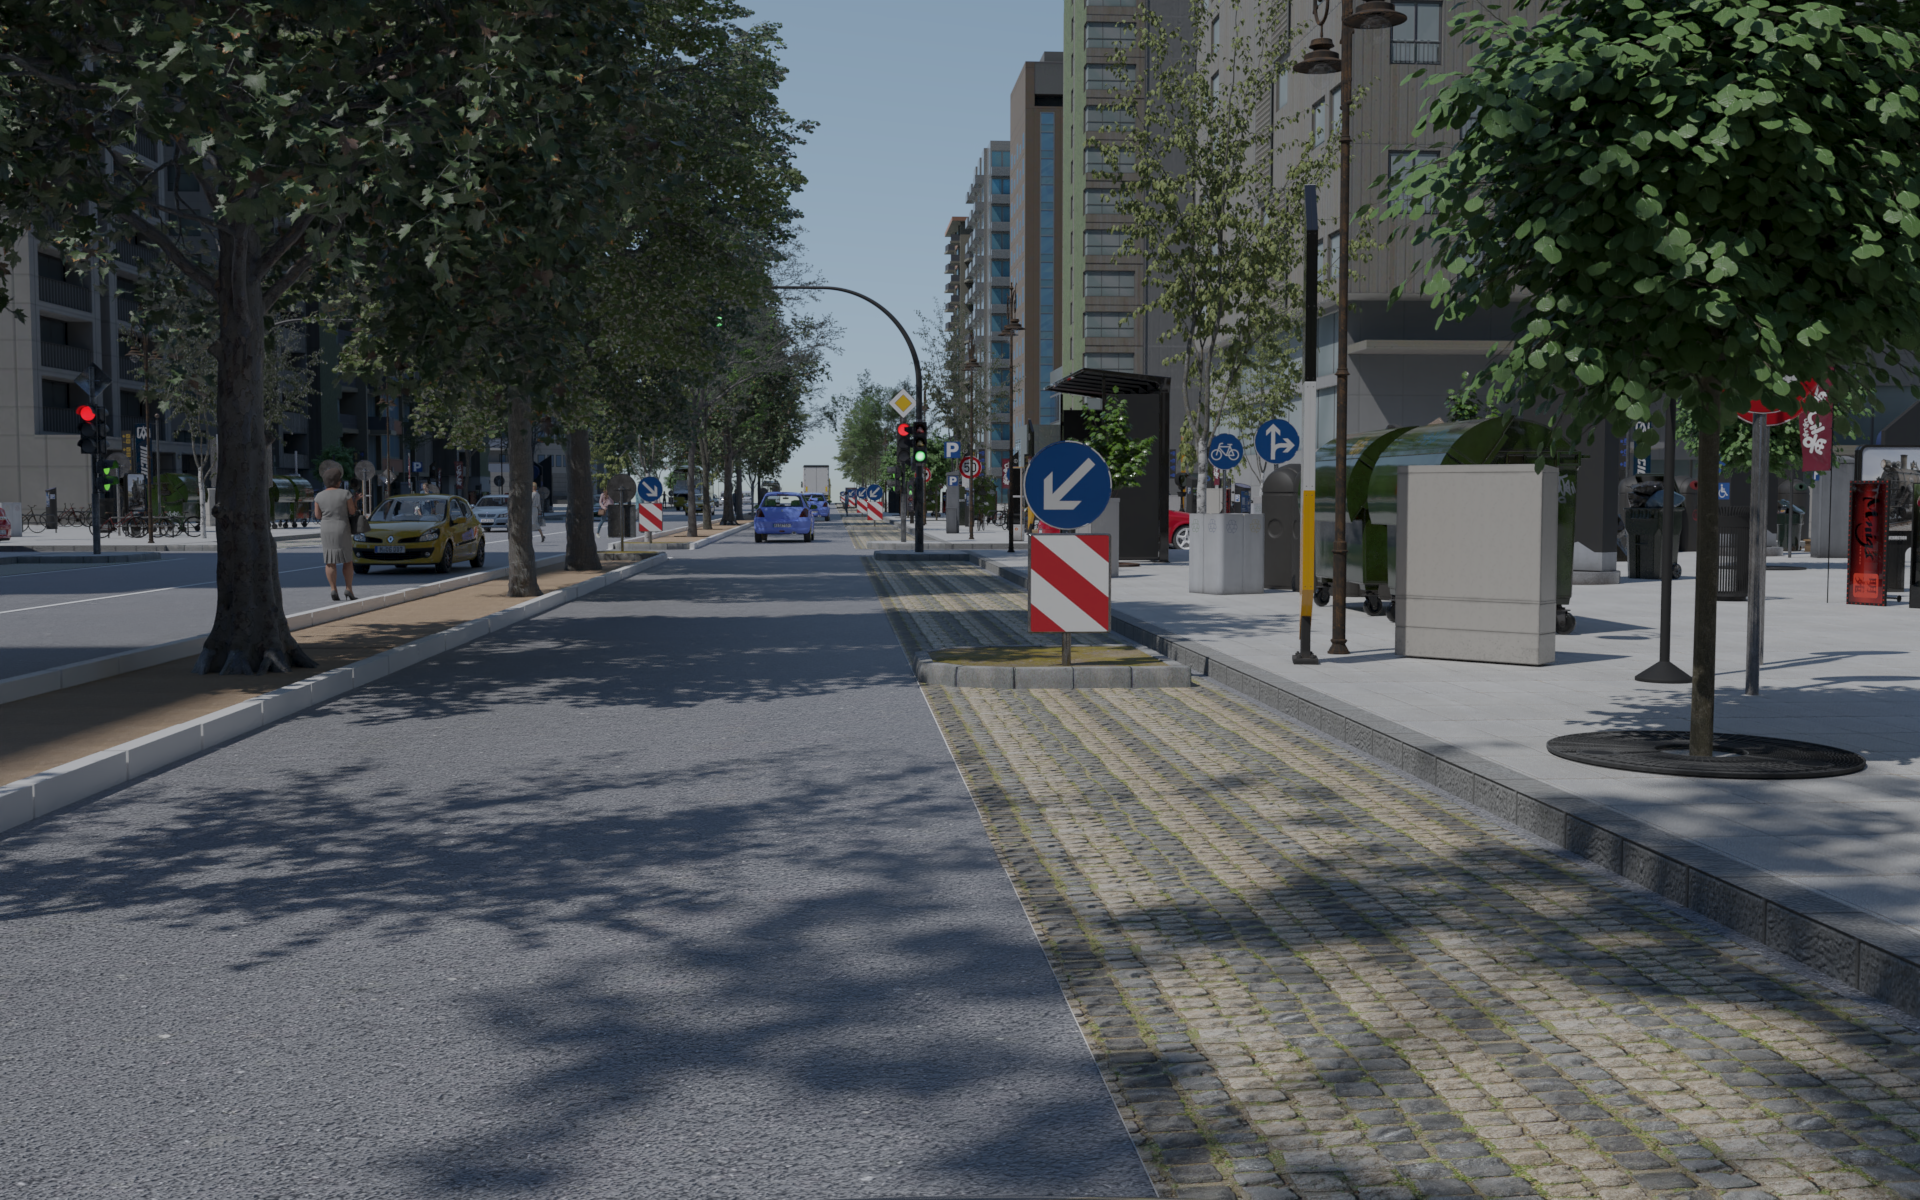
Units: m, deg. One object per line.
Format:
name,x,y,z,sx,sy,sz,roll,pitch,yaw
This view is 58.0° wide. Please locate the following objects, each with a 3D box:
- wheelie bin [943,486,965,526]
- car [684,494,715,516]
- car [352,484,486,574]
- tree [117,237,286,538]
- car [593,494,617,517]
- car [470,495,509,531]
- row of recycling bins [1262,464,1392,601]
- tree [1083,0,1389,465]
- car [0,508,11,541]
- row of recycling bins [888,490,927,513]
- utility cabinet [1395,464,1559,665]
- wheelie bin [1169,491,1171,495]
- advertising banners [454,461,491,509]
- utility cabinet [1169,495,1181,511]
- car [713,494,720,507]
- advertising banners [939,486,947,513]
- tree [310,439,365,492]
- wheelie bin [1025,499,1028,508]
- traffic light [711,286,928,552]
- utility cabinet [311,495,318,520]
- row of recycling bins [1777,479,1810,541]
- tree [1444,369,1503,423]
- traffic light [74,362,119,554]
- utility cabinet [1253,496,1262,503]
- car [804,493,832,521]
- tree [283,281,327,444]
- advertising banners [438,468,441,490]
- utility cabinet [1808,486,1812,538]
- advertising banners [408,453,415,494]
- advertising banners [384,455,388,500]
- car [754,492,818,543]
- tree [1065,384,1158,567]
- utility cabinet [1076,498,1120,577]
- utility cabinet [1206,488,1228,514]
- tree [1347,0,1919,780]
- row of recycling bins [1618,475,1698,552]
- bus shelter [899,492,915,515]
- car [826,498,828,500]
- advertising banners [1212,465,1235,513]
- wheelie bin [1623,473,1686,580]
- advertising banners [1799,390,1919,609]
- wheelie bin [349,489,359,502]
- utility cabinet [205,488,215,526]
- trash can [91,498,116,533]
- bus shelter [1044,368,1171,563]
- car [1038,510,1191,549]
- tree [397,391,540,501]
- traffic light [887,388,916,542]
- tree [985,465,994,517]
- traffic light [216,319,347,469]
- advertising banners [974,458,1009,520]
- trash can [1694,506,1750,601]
wheelie bin,-0.116,-3.820,70.371,0.980,1.594,0.693,-2,4,-29
car,-17.460,-6.483,116.224,2.015,1.641,3.980,0,4,-3
car,-10.131,-1.360,32.456,2.015,1.641,3.980,0,4,-2
tree,-21.828,-6.075,49.681,4.360,8.622,3.978,0,3,0
car,-19.596,-5.027,93.988,2.131,1.459,4.920,0,4,-6
car,-17.640,-3.322,66.323,2.014,1.417,4.499,0,4,-3
row of recycling bins,4.983,-0.925,22.243,1.069,1.692,3.534,-1,4,-21
tree,3.638,-4.527,24.386,4.737,8.622,4.395,0,3,0
car,-25.394,-1.999,41.723,4.494,1.783,2.155,0,4,-4
row of recycling bins,-3.529,-6.657,115.953,1.069,1.692,3.534,-3,5,-44
utility cabinet,3.949,-0.281,13.270,1.173,1.500,0.318,3,5,42
wheelie bin,9.894,-4.676,84.367,0.693,1.594,0.980,1,4,22
advertising banners,-26.071,-5.899,92.629,2.074,3.025,0.090,-3,5,-40
utility cabinet,10.010,-4.373,82.659,1.020,1.237,0.306,0,4,-3
car,-27.217,-10.967,189.092,2.009,1.686,4.222,0,4,-6
advertising banners,-0.938,-7.338,116.172,2.074,3.025,0.090,1,4,11
tree,-36.666,-7.271,102.590,4.285,4.588,4.351,0,3,0
wheelie bin,2.517,-3.884,71.418,0.980,1.594,0.693,-3,5,-44
traffic light,-3.006,-3.864,37.847,4.771,5.953,1.251,0,4,-4
utility cabinet,-31.728,-4.590,86.208,0.306,1.237,1.020,3,5,43
row of recycling bins,21.660,-2.512,48.176,3.534,1.692,1.069,1,4,16
tree,7.874,-1.991,27.149,1.663,3.219,1.824,0,3,0
traffic light,-18.387,-2.930,36.822,0.839,4.253,0.868,0,4,-4
utility cabinet,9.126,-2.549,52.833,0.306,1.237,1.020,1,4,16
car,-7.780,-5.044,92.061,1.945,1.707,3.694,0,4,-3
tree,-22.586,-6.446,55.752,4.360,8.622,3.978,0,3,0
advertising banners,-34.894,-7.273,115.095,0.090,3.025,2.074,-3,5,-40
utility cabinet,24.497,-2.525,49.964,1.173,1.500,0.318,0,4,-5
advertising banners,-23.609,-4.793,74.551,0.090,3.025,2.074,-1,4,-12
advertising banners,-23.777,-4.627,71.841,0.090,3.025,2.074,-1,4,-13
car,-5.298,-2.623,52.484,1.945,1.707,3.694,0,4,-3
tree,2.776,-2.201,30.592,1.663,3.219,1.824,0,3,0
utility cabinet,2.100,-0.940,26.533,0.306,1.237,1.020,2,4,29
utility cabinet,9.946,-3.590,67.377,1.173,1.500,0.318,2,4,34
tree,3.564,-1.509,8.394,4.285,4.588,4.351,0,3,0
row of recycling bins,15.774,-1.918,38.475,3.534,1.692,1.069,-3,4,-37
bus shelter,-3.104,-6.985,105.492,1.731,3.624,6.357,0,4,-4
car,-12.970,-9.077,157.997,1.945,1.707,3.694,0,4,-6
advertising banners,8.120,-3.449,52.584,0.090,3.025,2.074,-1,4,-18
wheelie bin,10.504,-1.119,26.200,0.693,1.594,0.980,-2,4,-33
advertising banners,10.453,-1.446,19.836,0.090,3.025,2.074,-2,4,-28
wheelie bin,-41.574,-6.772,118.632,0.693,1.594,0.980,2,4,23
utility cabinet,-29.207,-3.652,68.390,0.318,1.500,1.173,2,4,30
trash can,-28.241,-2.783,57.163,0.748,1.137,0.748,0,3,0
bus shelter,2.932,-2.696,35.365,1.731,3.624,6.357,0,4,-4
car,4.188,-2.082,43.088,4.494,1.783,2.155,0,4,-5
tree,-24.153,-9.230,85.324,7.601,10.594,8.767,0,4,-6
traffic light,-1.524,-3.498,46.107,0.839,4.253,0.868,0,4,-4
tree,1.183,-6.286,97.377,1.663,3.219,1.824,0,3,0
traffic light,-16.906,-4.300,44.975,4.771,5.953,1.251,0,4,-4
advertising banners,1.547,-5.415,84.715,2.074,3.025,0.090,-1,4,-9
trash can,9.246,-0.564,20.879,0.748,1.137,0.748,0,3,0
